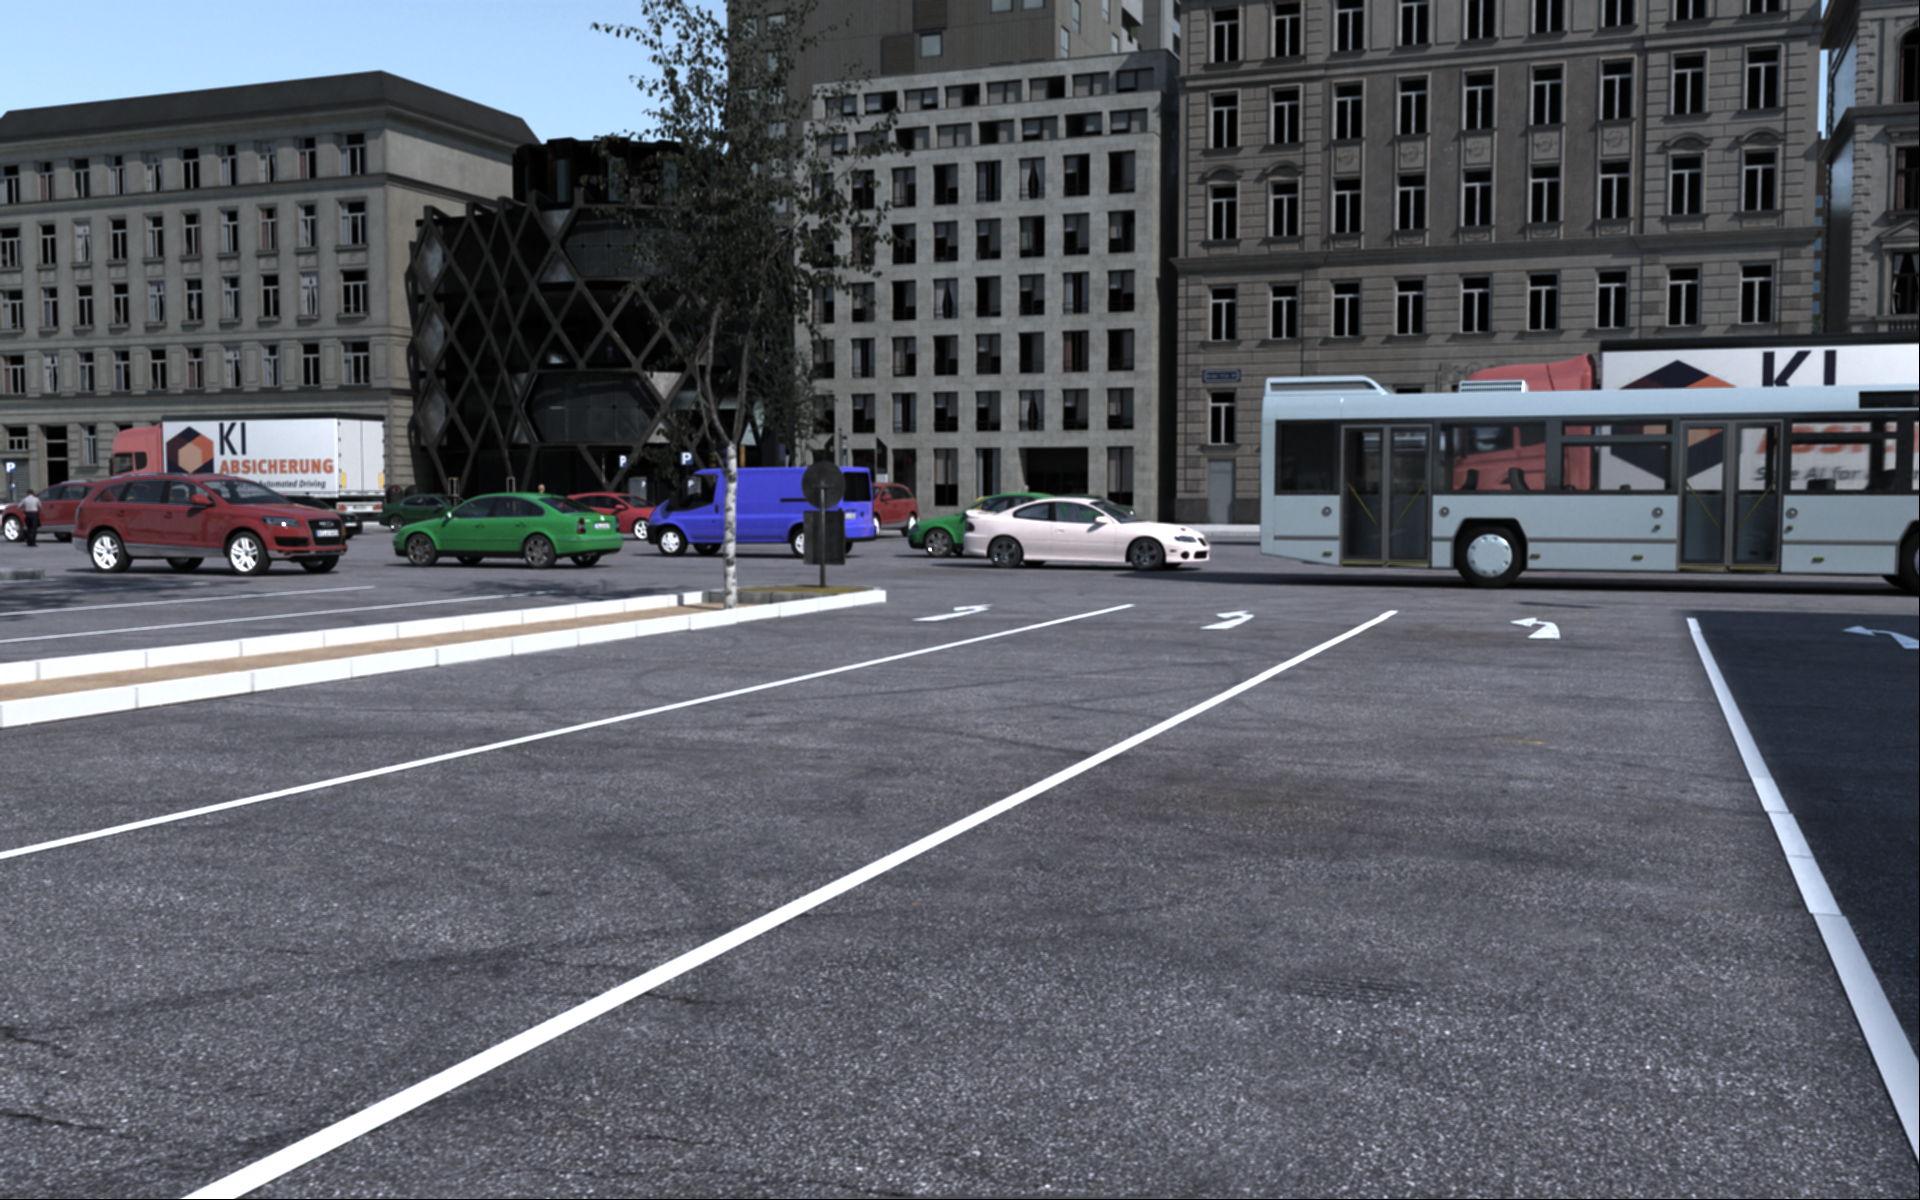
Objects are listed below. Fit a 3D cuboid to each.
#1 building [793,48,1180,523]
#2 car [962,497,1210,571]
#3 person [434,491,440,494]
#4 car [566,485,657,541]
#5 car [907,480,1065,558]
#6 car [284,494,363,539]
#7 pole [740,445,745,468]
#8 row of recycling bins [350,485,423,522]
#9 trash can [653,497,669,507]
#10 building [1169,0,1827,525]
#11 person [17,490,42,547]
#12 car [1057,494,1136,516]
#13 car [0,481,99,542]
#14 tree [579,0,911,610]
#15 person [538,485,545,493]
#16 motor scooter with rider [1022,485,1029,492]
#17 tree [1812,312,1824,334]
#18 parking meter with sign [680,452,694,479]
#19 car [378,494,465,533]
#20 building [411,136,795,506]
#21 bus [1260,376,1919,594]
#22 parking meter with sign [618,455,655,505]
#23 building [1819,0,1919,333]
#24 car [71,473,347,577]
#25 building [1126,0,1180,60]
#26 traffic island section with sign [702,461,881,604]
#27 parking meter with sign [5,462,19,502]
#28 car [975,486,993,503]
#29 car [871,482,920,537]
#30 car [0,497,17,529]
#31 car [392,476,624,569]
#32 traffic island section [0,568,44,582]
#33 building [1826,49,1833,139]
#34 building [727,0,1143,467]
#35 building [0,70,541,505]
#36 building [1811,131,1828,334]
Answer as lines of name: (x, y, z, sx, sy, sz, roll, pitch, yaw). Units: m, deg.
building: (2.169, -13.821, 80.721, 16.860, 20.320, 10.420, 1, 4, 21)
car: (2.426, -1.291, 33.470, 4.827, 1.381, 2.083, 1, 4, 22)
person: (-20.595, -3.540, 68.751, 0.546, 1.535, 0.453, -2, 4, -30)
car: (-10.700, -2.784, 54.551, 4.494, 1.783, 2.155, 1, 4, 20)
car: (1.100, -1.841, 38.898, 4.718, 1.807, 1.959, 1, 4, 21)
car: (-20.985, -2.757, 54.860, 4.222, 1.686, 2.009, 1, 4, 21)
pole: (-9.116, -4.820, 72.653, 0.158, 3.312, 0.155, 0, 3, 0)
row of recycling bins: (-26.794, -4.501, 80.701, 3.534, 1.692, 1.069, -3, 5, -39)
trash can: (-12.883, -3.867, 74.872, 0.748, 1.137, 0.748, 0, 3, 0)
building: (22.452, -16.899, 73.569, 25.104, 27.353, 12.463, 1, 4, 21)
person: (-25.369, -2.234, 47.232, 0.614, 1.554, 0.590, -1, 4, -14)
car: (3.498, -2.833, 58.119, 4.920, 1.459, 2.131, 1, 4, 20)
car: (-26.210, -2.625, 51.593, 5.304, 1.827, 2.281, 1, 4, 23)
tree: (-2.729, -4.175, 21.089, 4.360, 8.622, 3.978, 0, 3, 0)
person: (-13.447, -2.871, 56.119, 0.731, 1.740, 0.598, -1, 4, -11)
motor scooter with rider: (2.519, -3.143, 60.352, 1.986, 1.779, 0.876, 1, 4, 20)
tree: (58.089, -12.963, 118.604, 9.857, 13.997, 8.962, 0, 3, 0)
parking meter with sign: (-11.092, -4.652, 72.323, 0.543, 3.016, 1.738, 1, 4, 12)
car: (-19.421, -3.245, 64.851, 4.920, 1.459, 2.131, 1, 4, 20)
building: (-17.762, -13.696, 91.387, 16.811, 18.784, 16.820, 1, 4, 21)
bus: (11.346, -1.904, 25.995, 13.247, 3.499, 2.948, 1, 4, 20)
parking meter with sign: (-14.362, -4.948, 77.167, 1.738, 3.016, 0.543, 2, 4, 26)
building: (42.943, -14.396, 64.251, 19.941, 23.489, 11.050, 1, 4, 21)
car: (-13.619, -1.398, 31.528, 5.304, 1.827, 2.281, 1, 4, 20)
building: (7.400, -38.096, 164.876, 28.212, 58.520, 21.231, 1, 4, 21)
traffic island section with sign: (-2.095, -0.920, 23.180, 2.006, 1.907, 1.989, 1, 4, 21)
parking meter with sign: (-52.213, -6.074, 95.562, 0.543, 3.016, 1.738, -1, 4, -21)
car: (1.962, -1.990, 42.759, 3.980, 1.641, 2.015, 1, 4, 22)
car: (-3.037, -2.928, 56.543, 2.281, 1.827, 5.304, 1, 4, 20)
car: (-35.432, -3.055, 62.315, 4.827, 1.381, 2.083, 1, 4, 21)
car: (-8.990, -1.554, 34.196, 4.718, 1.807, 1.959, 1, 4, 21)
traffic island section: (-16.705, -0.386, 28.585, 2.009, 0.180, 2.903, 1, 4, 21)
building: (117.405, -47.255, 210.875, 20.611, 71.187, 20.563, 1, 4, 21)
building: (-0.922, -33.831, 142.372, 28.713, 52.752, 27.495, 1, 4, 21)
building: (-39.605, -16.297, 99.734, 30.059, 22.955, 16.112, 1, 4, 21)
building: (99.445, -34.561, 215.181, 14.200, 45.320, 14.600, 1, 4, 21)
